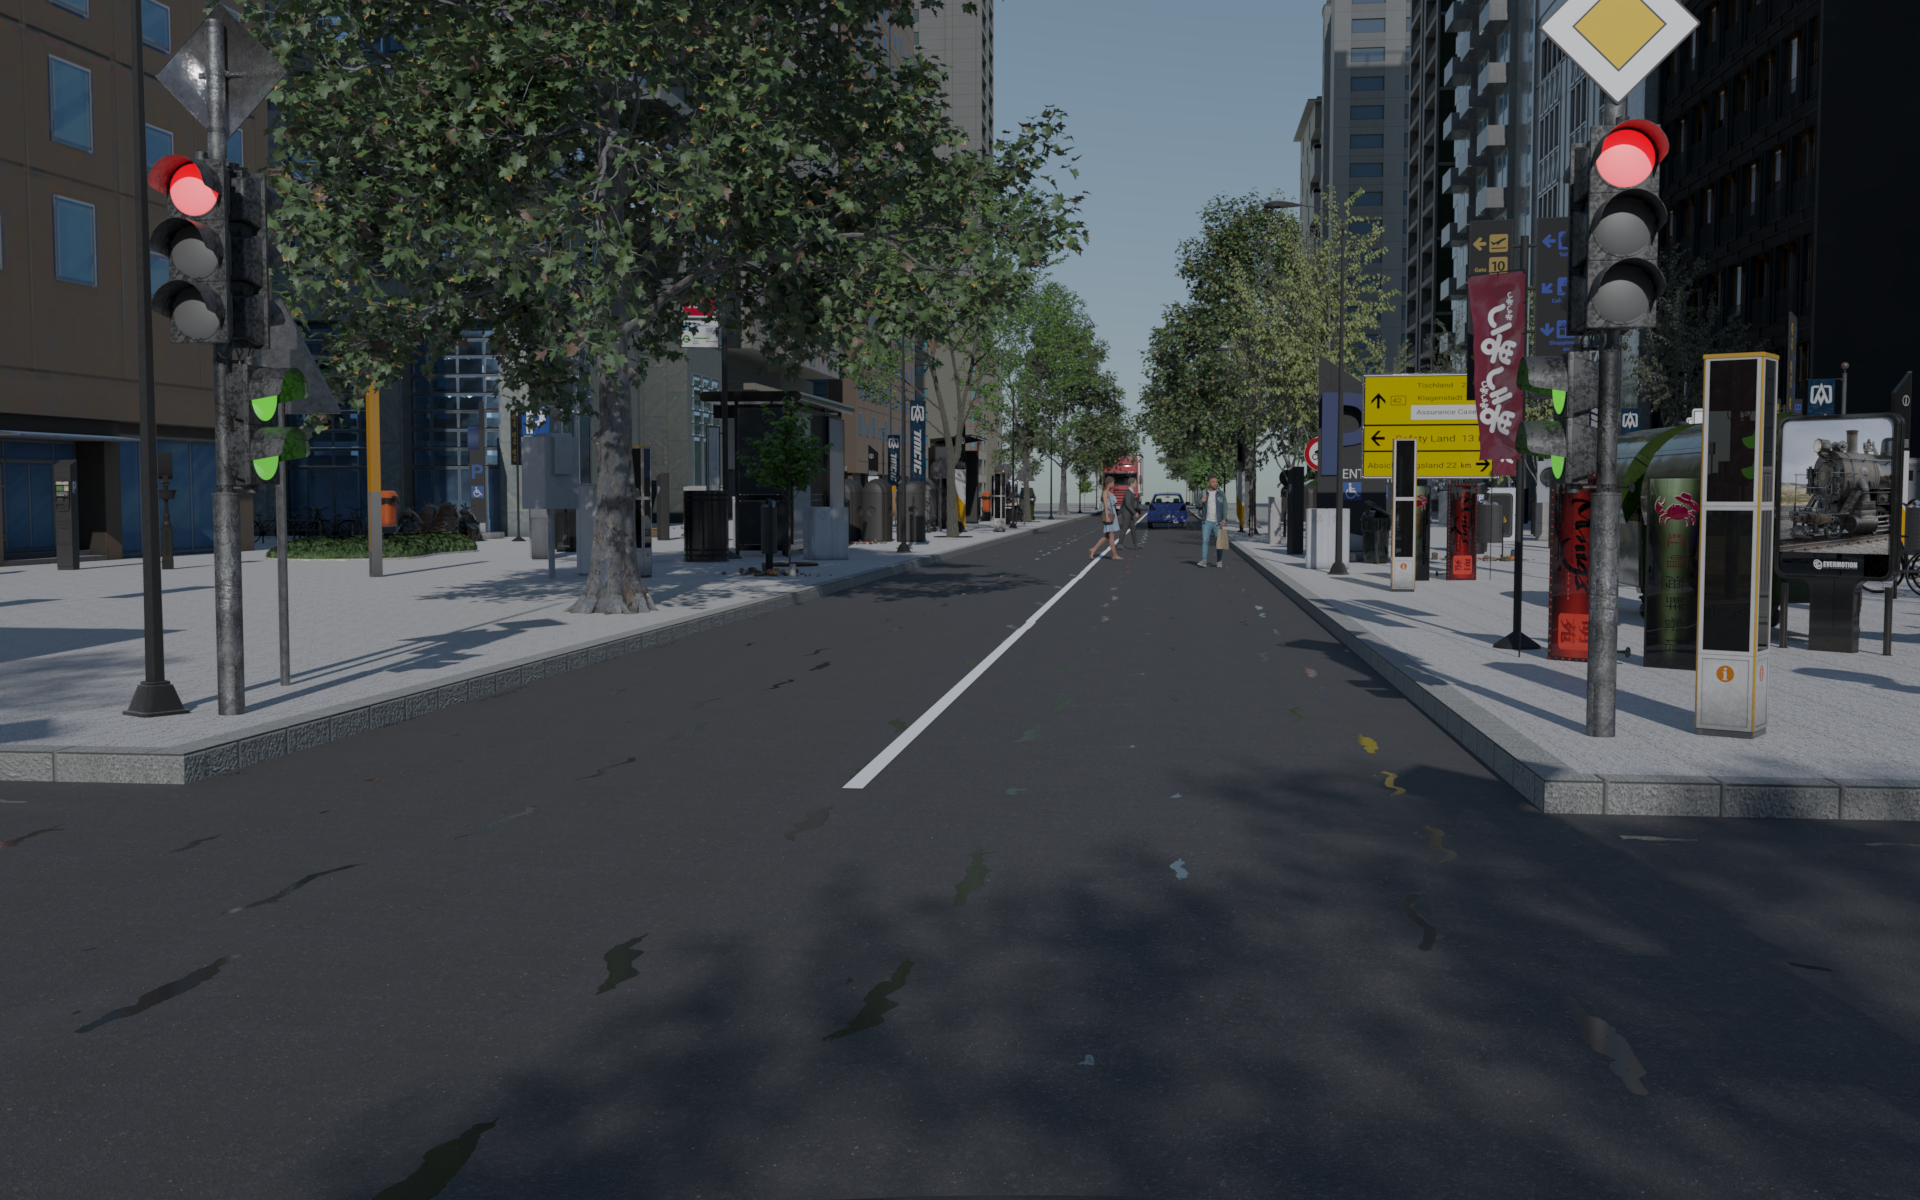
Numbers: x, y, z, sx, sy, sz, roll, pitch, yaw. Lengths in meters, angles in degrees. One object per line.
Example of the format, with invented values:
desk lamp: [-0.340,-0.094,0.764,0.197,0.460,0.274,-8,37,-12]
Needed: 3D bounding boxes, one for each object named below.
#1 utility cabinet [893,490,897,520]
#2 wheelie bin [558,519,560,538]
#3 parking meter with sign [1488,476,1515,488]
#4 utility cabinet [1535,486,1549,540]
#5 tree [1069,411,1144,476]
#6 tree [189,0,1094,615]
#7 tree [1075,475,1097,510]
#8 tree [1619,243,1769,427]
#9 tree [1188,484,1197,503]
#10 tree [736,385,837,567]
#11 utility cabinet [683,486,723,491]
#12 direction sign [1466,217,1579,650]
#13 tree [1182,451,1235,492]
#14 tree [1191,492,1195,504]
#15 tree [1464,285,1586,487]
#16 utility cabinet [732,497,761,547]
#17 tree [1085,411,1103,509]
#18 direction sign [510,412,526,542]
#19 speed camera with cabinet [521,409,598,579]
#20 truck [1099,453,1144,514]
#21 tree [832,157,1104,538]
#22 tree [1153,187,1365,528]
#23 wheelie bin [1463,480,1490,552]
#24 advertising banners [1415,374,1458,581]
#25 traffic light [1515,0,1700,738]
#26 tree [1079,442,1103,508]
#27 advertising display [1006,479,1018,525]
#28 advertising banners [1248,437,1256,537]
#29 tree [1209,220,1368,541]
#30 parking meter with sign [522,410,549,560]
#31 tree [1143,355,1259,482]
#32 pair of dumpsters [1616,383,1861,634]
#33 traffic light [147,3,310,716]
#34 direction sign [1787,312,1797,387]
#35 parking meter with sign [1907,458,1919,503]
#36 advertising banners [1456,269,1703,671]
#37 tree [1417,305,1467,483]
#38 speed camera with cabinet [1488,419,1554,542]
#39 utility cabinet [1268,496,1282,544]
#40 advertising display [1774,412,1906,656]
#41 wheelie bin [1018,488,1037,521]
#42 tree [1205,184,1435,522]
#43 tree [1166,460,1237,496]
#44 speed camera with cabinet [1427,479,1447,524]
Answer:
utility cabinet: [-3.030,-4.616,84.158,0.318,1.500,1.173,2,4,33]
wheelie bin: [-10.878,-2.315,45.763,0.980,1.594,0.693,0,4,6]
parking meter with sign: [19.830,-4.091,63.142,0.543,3.016,1.738,-1,4,-23]
utility cabinet: [16.397,-2.409,48.070,0.318,1.500,1.173,3,5,44]
tree: [14.944,-14.959,178.996,8.767,10.594,7.601,1,4,13]
tree: [-3.733,-6.219,18.691,9.611,12.733,9.660,0,3,0]
tree: [9.887,-8.724,137.238,1.663,3.219,1.824,0,3,0]
tree: [21.000,-6.131,50.605,4.360,8.622,3.978,0,3,0]
tree: [12.362,-7.808,78.021,4.737,8.622,4.395,0,3,0]
tree: [-3.075,-2.229,31.039,1.663,3.219,1.824,0,3,0]
utility cabinet: [-6.928,-2.328,46.738,1.173,1.500,0.318,2,4,33]
direction sign: [4.642,-1.366,14.333,0.876,3.537,0.379,1,4,18]
tree: [16.166,-7.844,111.967,4.285,4.588,4.351,0,3,0]
tree: [31.396,-18.758,232.455,9.928,11.665,9.643,0,3,0]
tree: [19.696,-6.657,59.210,4.737,8.622,4.395,0,3,0]
utility cabinet: [-5.026,-1.897,42.178,1.020,1.237,0.306,2,4,24]
tree: [12.448,-12.390,152.940,4.737,8.622,4.395,0,3,0]
direction sign: [-11.969,-3.356,46.872,0.379,3.537,0.876,0,4,7]
speed camera with cabinet: [-5.852,-1.996,26.964,0.660,3.252,2.038,3,4,36]
truck: [11.315,-8.024,120.100,2.839,4.237,11.283,0,4,8]
tree: [-0.199,-7.655,50.919,9.928,11.665,9.643,0,3,0]
tree: [10.791,-9.052,65.010,9.611,12.733,9.660,0,3,0]
wheelie bin: [11.382,-1.871,38.507,0.693,1.594,0.980,-1,4,-20]
advertising banners: [7.419,-1.802,25.649,2.074,3.025,0.090,-1,4,-14]
traffic light: [3.381,-1.233,9.079,0.839,4.253,0.868,0,4,7]
tree: [12.899,-12.796,159.571,4.360,8.622,3.978,0,3,0]
advertising display: [1.937,-4.108,72.385,0.974,1.923,0.123,-1,4,-14]
advertising banners: [8.911,-3.456,52.696,0.090,3.025,2.074,1,4,15]
tree: [9.090,-5.946,47.584,4.360,8.622,3.978,0,3,0]
parking meter with sign: [-8.425,-2.346,34.626,0.543,3.016,1.738,-1,4,-17]
tree: [19.442,-14.152,138.037,9.857,13.997,8.962,0,3,0]
pair of dumpsters: [7.387,-0.888,17.012,1.574,2.255,4.437,0,4,7]
traffic light: [-4.228,-1.288,9.972,0.839,4.253,0.868,0,4,7]
direction sign: [10.520,-1.834,21.978,0.379,3.537,0.876,2,4,30]
parking meter with sign: [20.190,-2.494,37.031,1.738,3.016,0.543,0,4,8]
advertising banners: [4.743,-1.036,13.132,0.090,3.025,2.074,-3,5,-42]
tree: [19.978,-7.234,68.637,4.360,8.622,3.978,0,3,0]
speed camera with cabinet: [14.968,-3.162,46.030,2.038,3.252,0.660,1,4,18]
utility cabinet: [8.117,-2.048,44.652,0.306,1.237,1.020,0,4,7]
advertising display: [7.113,-0.540,14.049,0.123,1.923,0.974,-3,4,-36]
wheelie bin: [3.207,-4.650,83.938,0.980,1.594,0.693,-1,4,-23]
tree: [8.249,-5.514,40.509,4.737,8.622,4.395,0,3,0]
tree: [24.203,-15.778,176.101,7.486,12.596,7.792,0,3,0]
speed camera with cabinet: [20.636,-4.860,73.789,0.660,3.252,2.038,-1,4,-13]
